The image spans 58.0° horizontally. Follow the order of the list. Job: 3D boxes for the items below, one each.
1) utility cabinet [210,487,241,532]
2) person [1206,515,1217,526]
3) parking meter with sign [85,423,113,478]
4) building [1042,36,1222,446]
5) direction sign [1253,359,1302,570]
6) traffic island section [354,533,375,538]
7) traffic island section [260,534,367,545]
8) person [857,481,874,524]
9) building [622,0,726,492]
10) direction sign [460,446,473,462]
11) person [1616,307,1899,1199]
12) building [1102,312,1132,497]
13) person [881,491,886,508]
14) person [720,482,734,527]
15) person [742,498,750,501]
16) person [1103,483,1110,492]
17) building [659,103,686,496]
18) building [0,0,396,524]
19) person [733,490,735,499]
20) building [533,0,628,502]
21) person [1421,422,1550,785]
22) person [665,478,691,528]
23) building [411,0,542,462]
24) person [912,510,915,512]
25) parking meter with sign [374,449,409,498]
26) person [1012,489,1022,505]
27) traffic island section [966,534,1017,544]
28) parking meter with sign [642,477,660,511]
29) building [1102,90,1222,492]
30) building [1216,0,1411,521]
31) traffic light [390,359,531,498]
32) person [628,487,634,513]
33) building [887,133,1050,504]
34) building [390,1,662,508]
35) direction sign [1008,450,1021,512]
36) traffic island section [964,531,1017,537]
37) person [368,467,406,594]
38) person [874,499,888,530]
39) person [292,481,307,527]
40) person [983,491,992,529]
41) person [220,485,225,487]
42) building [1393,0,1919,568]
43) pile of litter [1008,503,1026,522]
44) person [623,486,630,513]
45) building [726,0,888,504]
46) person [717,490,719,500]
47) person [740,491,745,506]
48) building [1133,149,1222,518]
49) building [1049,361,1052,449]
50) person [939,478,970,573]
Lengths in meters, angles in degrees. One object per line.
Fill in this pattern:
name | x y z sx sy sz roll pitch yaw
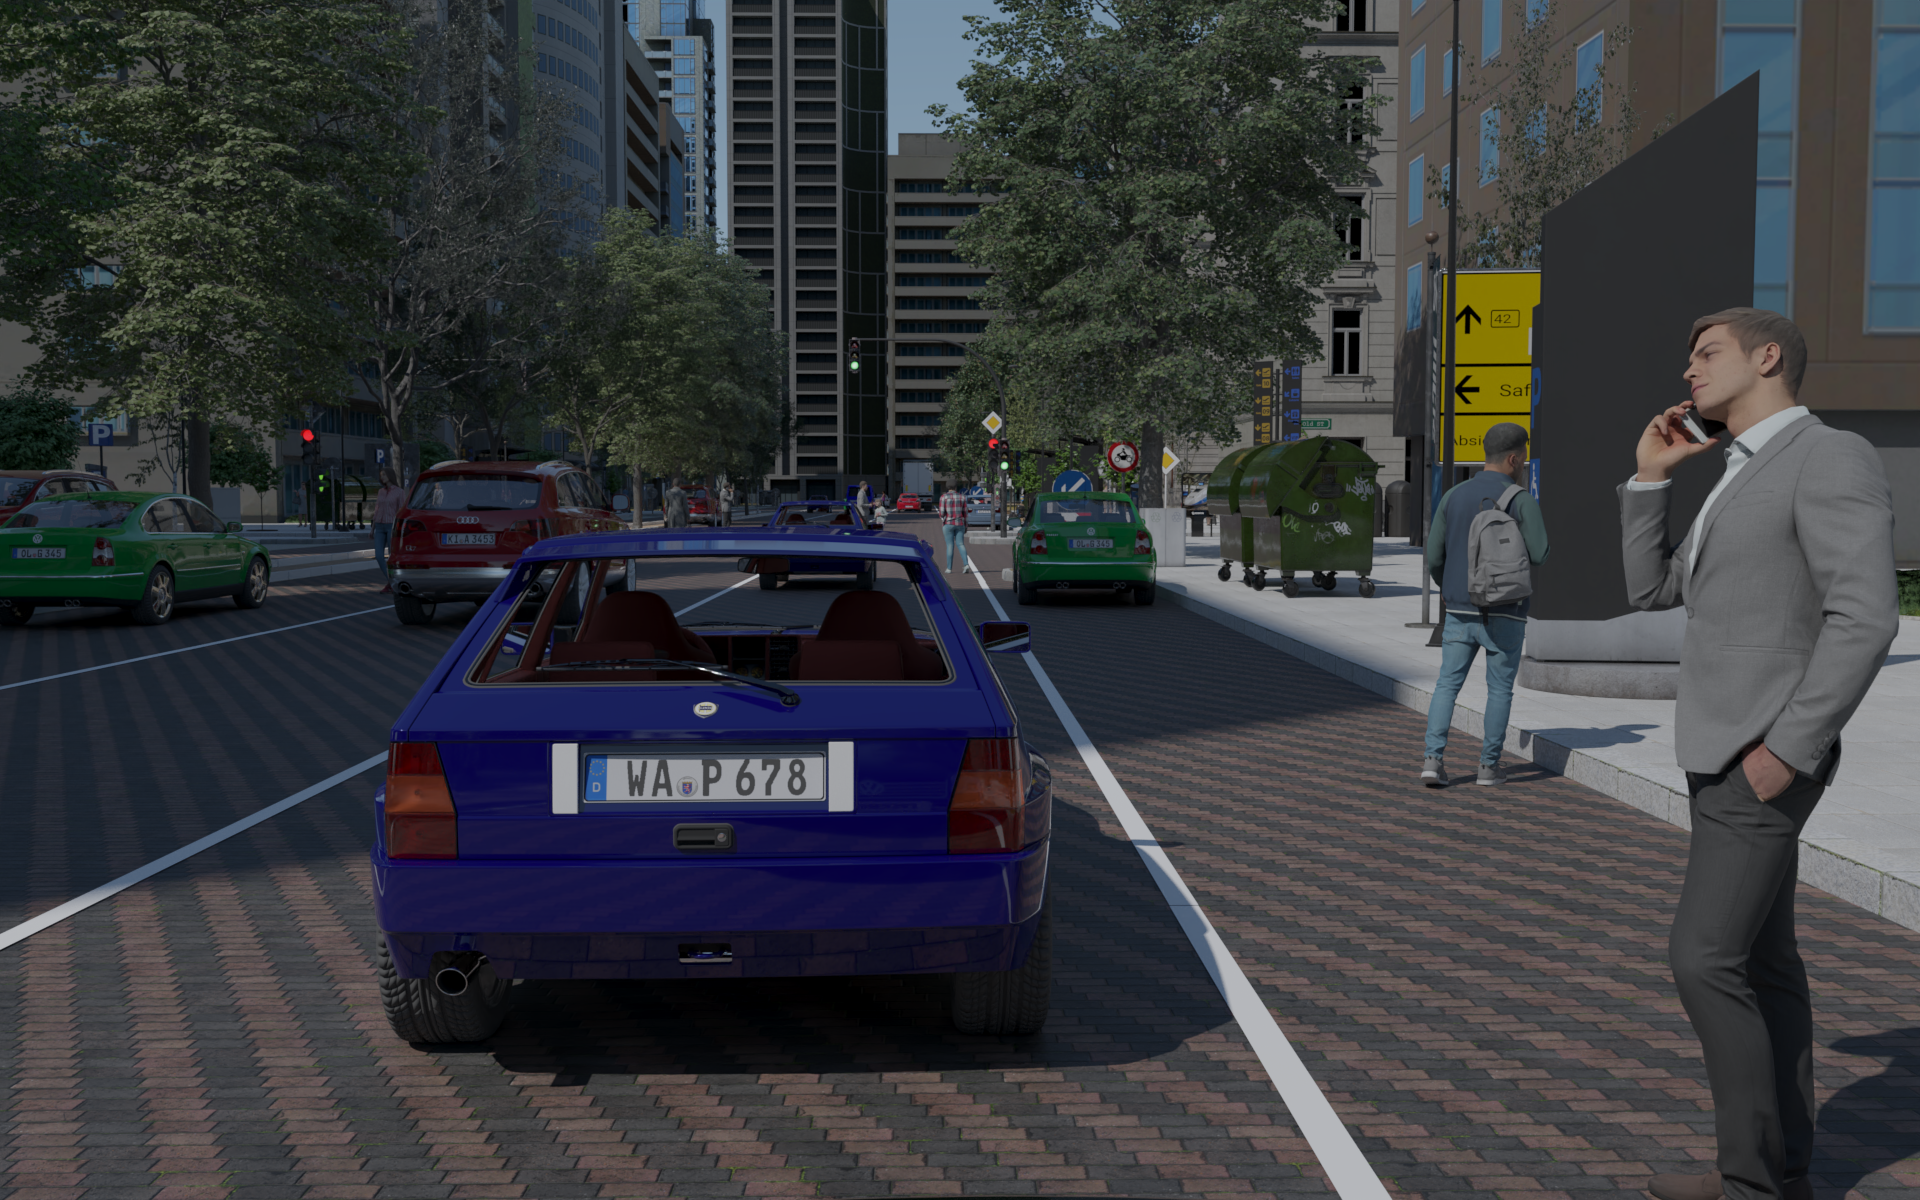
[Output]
utility cabinet | -24.781 -3.022 58.089 1.173 1.500 0.318 -2 4 -30
person | 10.202 -3.926 70.447 0.699 1.804 1.509 2 4 24
parking meter with sign | -21.723 -2.897 43.626 0.543 3.016 1.738 -2 4 -33
building | 20.487 -34.674 186.535 23.786 49.044 30.456 0 4 -1
direction sign | 5.387 -2.291 29.454 0.876 3.537 0.379 3 4 36
traffic island section | -18.993 -2.211 58.438 2.009 0.180 2.903 0 4 -1
traffic island section | -18.842 -1.723 50.454 2.009 0.180 2.903 0 4 -1
person | -2.692 -2.506 49.669 0.583 1.804 0.606 0 4 -6
building | -45.946 -56.324 233.570 31.000 86.520 22.319 0 4 -1
direction sign | -23.363 -5.512 82.113 0.379 3.537 0.876 1 4 23
person | 1.516 0.325 3.364 0.473 1.802 0.592 1 4 20
building | 18.641 -15.811 125.969 16.820 18.784 16.811 0 4 -1
person | -7.003 -9.069 157.462 0.721 1.739 1.217 1 4 14
person | -7.414 -2.842 55.145 0.473 1.802 0.592 0 4 -3
person | -20.234 -9.325 164.230 1.065 1.426 0.557 -3 4 -38
person | 7.007 -4.627 82.041 0.599 1.781 0.374 3 5 40
building | -38.884 -33.305 194.649 14.200 45.320 14.600 0 4 -1
building | -40.447 -28.145 83.880 21.300 48.544 21.600 0 4 -1
person | -26.342 -11.890 201.158 1.217 1.735 0.721 0 4 2
building | -41.390 -36.991 146.800 21.231 58.520 28.212 0 4 -1
person | 2.579 0.022 8.491 0.623 1.781 0.721 2 4 28
person | -6.706 -2.006 41.403 0.694 1.812 0.767 1 4 16
building | -35.674 -26.160 111.315 14.154 41.232 14.086 0 4 -1
person | -3.642 -7.677 137.236 0.599 1.433 0.991 -2 4 -33
parking meter with sign | -21.648 -4.316 66.825 1.738 3.016 0.543 1 4 14
person | 6.543 -11.584 195.461 1.348 1.821 0.705 0 4 -3
traffic island section | 1.296 -1.746 50.830 2.009 0.180 2.903 0 4 -1
parking meter with sign | -23.690 -8.282 131.670 1.738 3.016 0.543 -3 4 -39
building | 26.271 -28.538 158.482 32.217 40.220 23.993 0 4 -1
building | 33.913 -18.233 74.525 44.131 29.872 17.030 0 4 -1
traffic light | -16.863 -5.120 58.379 4.771 5.953 1.251 0 4 -1
person | -22.533 -6.848 118.406 0.661 1.777 0.834 1 4 11
building | 0.956 -37.426 235.622 21.600 48.544 21.300 0 4 -1
building | -42.126 -33.580 172.742 21.300 48.544 21.600 0 4 -1
direction sign | 2.805 -5.942 89.151 0.876 3.537 0.379 -3 5 -43
traffic island section | 1.145 -2.234 58.813 2.009 0.180 2.903 0 4 -1
person | -8.250 -1.003 24.917 0.555 1.821 0.388 1 4 8
person | -2.155 -2.084 46.845 0.425 1.301 0.394 1 4 23
person | -25.452 -3.699 66.878 0.716 1.782 0.532 0 4 2
person | 1.222 -3.749 70.382 0.593 1.750 0.643 0 4 4
person | -29.851 -3.882 70.058 0.362 1.759 0.519 0 4 -3
building | 17.813 -23.540 34.982 14.600 45.320 14.200 0 4 -1
pile of litter | 2.934 -4.076 80.606 1.719 0.858 1.176 0 4 -5
person | -22.340 -6.709 115.763 0.581 1.822 0.654 -2 4 -33
building | -20.130 -48.652 233.713 20.611 71.187 20.563 0 4 -1
person | -27.382 -11.523 195.173 0.721 1.736 1.217 -1 4 -11
person | -24.495 -11.487 193.867 1.348 1.823 0.705 -2 4 -31
building | 16.246 -16.188 100.825 11.583 22.565 21.152 0 4 -1
building | 23.646 -33.628 241.702 23.993 40.220 32.217 0 4 -1
person | -0.107 -1.346 31.340 0.563 1.720 0.643 -1 4 -19
